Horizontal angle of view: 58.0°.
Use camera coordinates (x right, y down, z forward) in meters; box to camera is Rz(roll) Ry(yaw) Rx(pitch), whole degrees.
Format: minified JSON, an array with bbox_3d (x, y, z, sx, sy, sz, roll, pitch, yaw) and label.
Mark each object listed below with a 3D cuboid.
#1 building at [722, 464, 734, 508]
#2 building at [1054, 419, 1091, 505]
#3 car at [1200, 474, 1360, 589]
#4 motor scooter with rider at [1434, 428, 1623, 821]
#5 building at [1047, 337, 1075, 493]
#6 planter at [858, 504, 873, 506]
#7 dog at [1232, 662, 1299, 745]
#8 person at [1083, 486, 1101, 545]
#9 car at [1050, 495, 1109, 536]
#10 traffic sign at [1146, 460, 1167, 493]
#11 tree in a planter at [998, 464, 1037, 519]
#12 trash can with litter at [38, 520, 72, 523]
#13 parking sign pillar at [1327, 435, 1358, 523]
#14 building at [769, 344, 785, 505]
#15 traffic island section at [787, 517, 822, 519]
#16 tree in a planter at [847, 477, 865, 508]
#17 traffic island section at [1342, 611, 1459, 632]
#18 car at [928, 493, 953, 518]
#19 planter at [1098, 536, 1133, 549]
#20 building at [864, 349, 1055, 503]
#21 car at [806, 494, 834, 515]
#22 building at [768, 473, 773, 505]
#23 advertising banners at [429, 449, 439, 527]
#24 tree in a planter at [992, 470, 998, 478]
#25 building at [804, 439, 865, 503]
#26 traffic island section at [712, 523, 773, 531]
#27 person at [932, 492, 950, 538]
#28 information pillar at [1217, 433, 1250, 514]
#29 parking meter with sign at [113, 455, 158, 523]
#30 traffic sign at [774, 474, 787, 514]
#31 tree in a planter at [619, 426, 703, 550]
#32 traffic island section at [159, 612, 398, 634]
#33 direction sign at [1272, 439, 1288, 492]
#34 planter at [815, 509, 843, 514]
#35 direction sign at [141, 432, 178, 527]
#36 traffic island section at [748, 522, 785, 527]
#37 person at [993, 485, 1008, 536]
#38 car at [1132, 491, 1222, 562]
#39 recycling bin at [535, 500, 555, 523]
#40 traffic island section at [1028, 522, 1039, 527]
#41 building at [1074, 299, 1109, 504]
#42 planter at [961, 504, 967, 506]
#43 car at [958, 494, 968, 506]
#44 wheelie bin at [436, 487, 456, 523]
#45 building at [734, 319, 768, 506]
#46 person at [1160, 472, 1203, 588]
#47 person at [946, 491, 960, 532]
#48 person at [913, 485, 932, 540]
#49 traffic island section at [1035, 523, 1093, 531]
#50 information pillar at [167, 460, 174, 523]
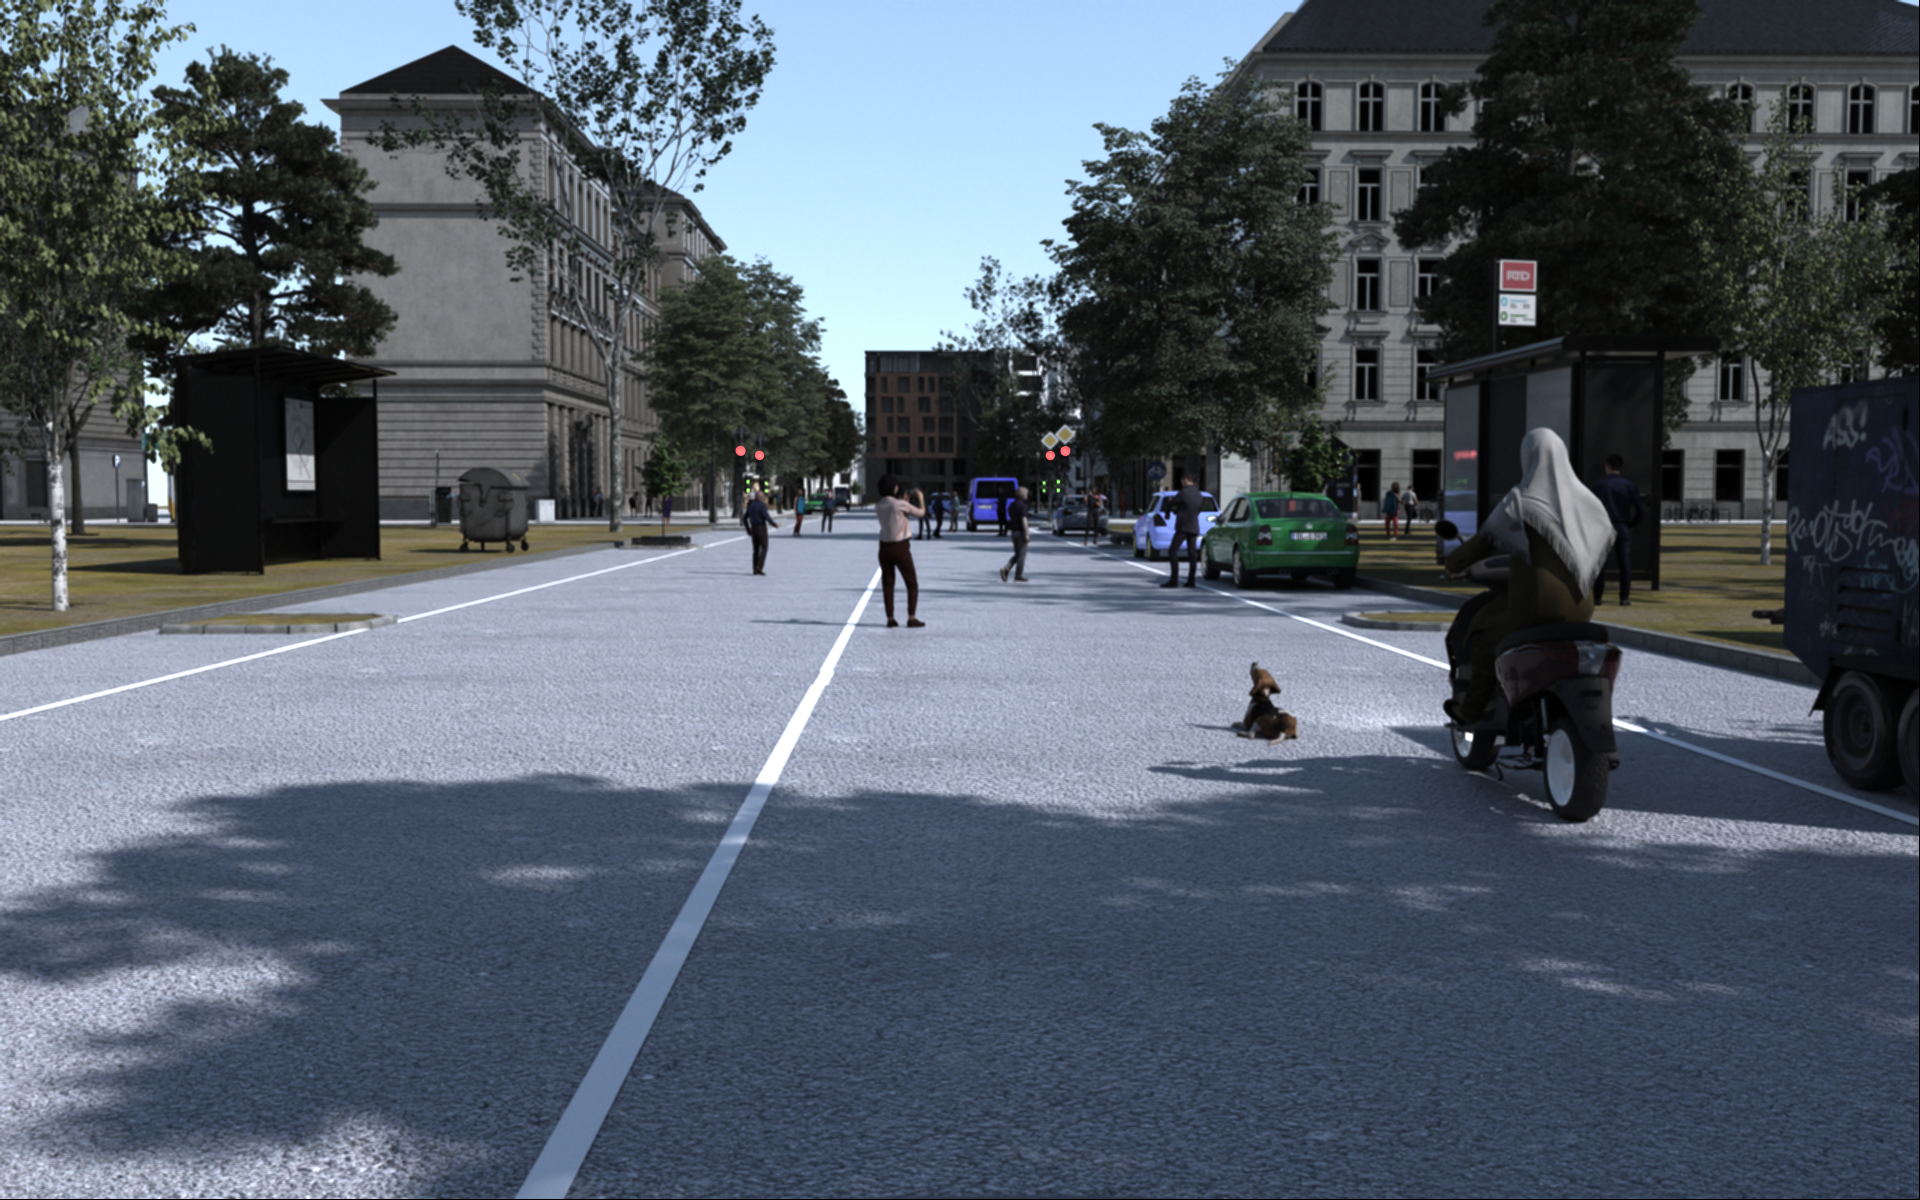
[{"bbox_3d":[-25.625,-13.680,165.807,9.099,9.664,28.070,0,4,-1],"label":"building"},{"bbox_3d":[15.959,-15.429,194.408,9.099,9.664,28.070,0,4,-1],"label":"building"},{"bbox_3d":[5.011,-1.150,27.597,1.959,1.807,4.718,0,4,-3],"label":"car"},{"bbox_3d":[2.735,0.047,8.202,0.876,1.779,1.986,0,4,-1],"label":"motor scooter with rider"},{"bbox_3d":[18.931,-21.876,214.086,16.016,20.091,11.380,0,4,-1],"label":"building"},{"bbox_3d":[-11.370,-11.288,205.690,1.991,0.319,1.994,0,4,-1],"label":"planter"},{"bbox_3d":[1.765,0.605,10.294,0.550,0.427,0.748,2,4,31],"label":"dog"},{"bbox_3d":[3.720,-2.363,48.604,0.415,1.643,0.593,3,5,42],"label":"person"},{"bbox_3d":[4.189,-2.971,60.572,2.014,1.417,4.499,0,4,0],"label":"car"},{"bbox_3d":[7.442,-4.011,65.692,0.768,2.556,0.104,0,4,6],"label":"traffic sign"},{"bbox_3d":[3.444,-6.381,101.559,1.991,3.239,1.994,0,4,-1],"label":"tree in a planter"},{"bbox_3d":[-40.341,-4.022,76.815,1.678,1.210,2.233,0,4,-4],"label":"trash can with litter"},{"bbox_3d":[17.085,-5.437,77.362,1.447,3.967,1.447,3,5,41],"label":"parking sign pillar"},{"bbox_3d":[-37.748,-21.057,210.741,31.486,18.905,16.747,0,4,-1],"label":"building"},{"bbox_3d":[-9.062,-4.794,101.242,1.991,0.108,1.994,0,4,-1],"label":"traffic island section"},{"bbox_3d":[-10.764,-11.074,178.283,1.991,3.239,1.994,0,4,-1],"label":"tree in a planter"},{"bbox_3d":[5.271,0.236,19.001,1.991,0.108,1.994,0,4,-1],"label":"traffic island section"},{"bbox_3d":[-1.136,-5.779,104.078,1.945,1.707,3.694,0,4,0],"label":"car"},{"bbox_3d":[4.682,-1.516,45.932,1.991,0.319,1.994,0,4,-1],"label":"planter"},{"bbox_3d":[2.455,-25.294,257.529,32.646,21.610,27.936,0,4,-1],"label":"building"},{"bbox_3d":[-9.726,-6.818,120.262,1.959,1.807,4.718,0,4,-1],"label":"car"},{"bbox_3d":[-29.490,-20.805,196.579,16.016,20.091,11.380,0,4,-1],"label":"building"},{"bbox_3d":[-20.696,-4.401,68.139,0.090,3.025,2.074,-2,4,-26],"label":"advertising banners"},{"bbox_3d":[2.856,-8.029,128.496,1.991,3.239,1.994,0,4,-1],"label":"tree in a planter"},{"bbox_3d":[-27.693,-18.713,248.096,28.070,9.664,9.099,0,4,-1],"label":"building"},{"bbox_3d":[-8.659,-2.833,68.607,2.009,0.180,2.903,0,4,-1],"label":"traffic island section"},{"bbox_3d":[-0.614,-2.785,56.736,0.600,1.496,0.574,0,4,-1],"label":"person"},{"bbox_3d":[10.682,-4.664,67.566,1.656,3.620,0.184,-3,4,-36],"label":"information pillar"},{"bbox_3d":[-36.837,-4.964,77.430,1.738,3.016,0.543,0,4,-2],"label":"parking meter with sign"},{"bbox_3d":[-11.379,-6.712,109.747,0.884,2.594,0.081,0,4,8],"label":"traffic sign"},{"bbox_3d":[-7.825,-2.956,45.558,1.991,3.239,1.994,0,4,-1],"label":"tree in a planter"},{"bbox_3d":[-7.224,0.254,18.716,1.991,0.108,1.994,0,4,-1],"label":"traffic island section"},{"bbox_3d":[12.852,-4.748,69.627,0.876,3.537,0.379,-3,4,-39],"label":"direction sign"},{"bbox_3d":[-9.657,-6.546,128.172,1.991,0.319,1.994,0,4,-1],"label":"planter"},{"bbox_3d":[-30.630,-4.786,67.019,2.525,3.948,1.411,0,4,0],"label":"direction sign"},{"bbox_3d":[-8.836,-3.322,76.590,2.009,0.180,2.903,0,4,-1],"label":"traffic island section"},{"bbox_3d":[1.353,-3.027,58.699,0.504,1.737,0.576,-2,4,-35],"label":"person"},{"bbox_3d":[4.795,-1.738,38.013,1.945,1.707,3.694,0,4,-1],"label":"car"},{"bbox_3d":[-18.446,-3.942,77.001,0.722,1.027,0.722,-2,4,-25],"label":"recycling bin"},{"bbox_3d":[4.003,-3.339,76.868,2.009,0.180,2.903,0,4,-1],"label":"traffic island section"},{"bbox_3d":[20.290,-19.420,173.934,16.016,20.091,11.380,0,4,-1],"label":"building"},{"bbox_3d":[1.134,-11.335,206.470,1.991,0.319,1.994,0,4,-1],"label":"planter"},{"bbox_3d":[0.828,-12.295,210.807,2.009,1.686,4.222,0,4,-2],"label":"car"},{"bbox_3d":[-22.647,-4.172,76.114,0.980,1.594,0.693,-2,4,-25],"label":"wheelie bin"},{"bbox_3d":[-29.401,-20.103,185.097,16.016,20.091,11.380,0,4,-1],"label":"building"},{"bbox_3d":[3.378,-1.084,26.674,0.683,1.767,0.568,-3,5,-41],"label":"person"},{"bbox_3d":[-0.224,-3.292,64.533,0.429,1.552,0.499,2,4,34],"label":"person"},{"bbox_3d":[-1.198,-2.765,54.530,0.655,1.722,0.431,-3,5,-40],"label":"person"},{"bbox_3d":[4.179,-2.850,68.885,2.009,0.180,2.903,0,4,-1],"label":"traffic island section"},{"bbox_3d":[-35.038,-5.232,76.898,0.504,3.616,0.183,3,5,41],"label":"information pillar"}]
